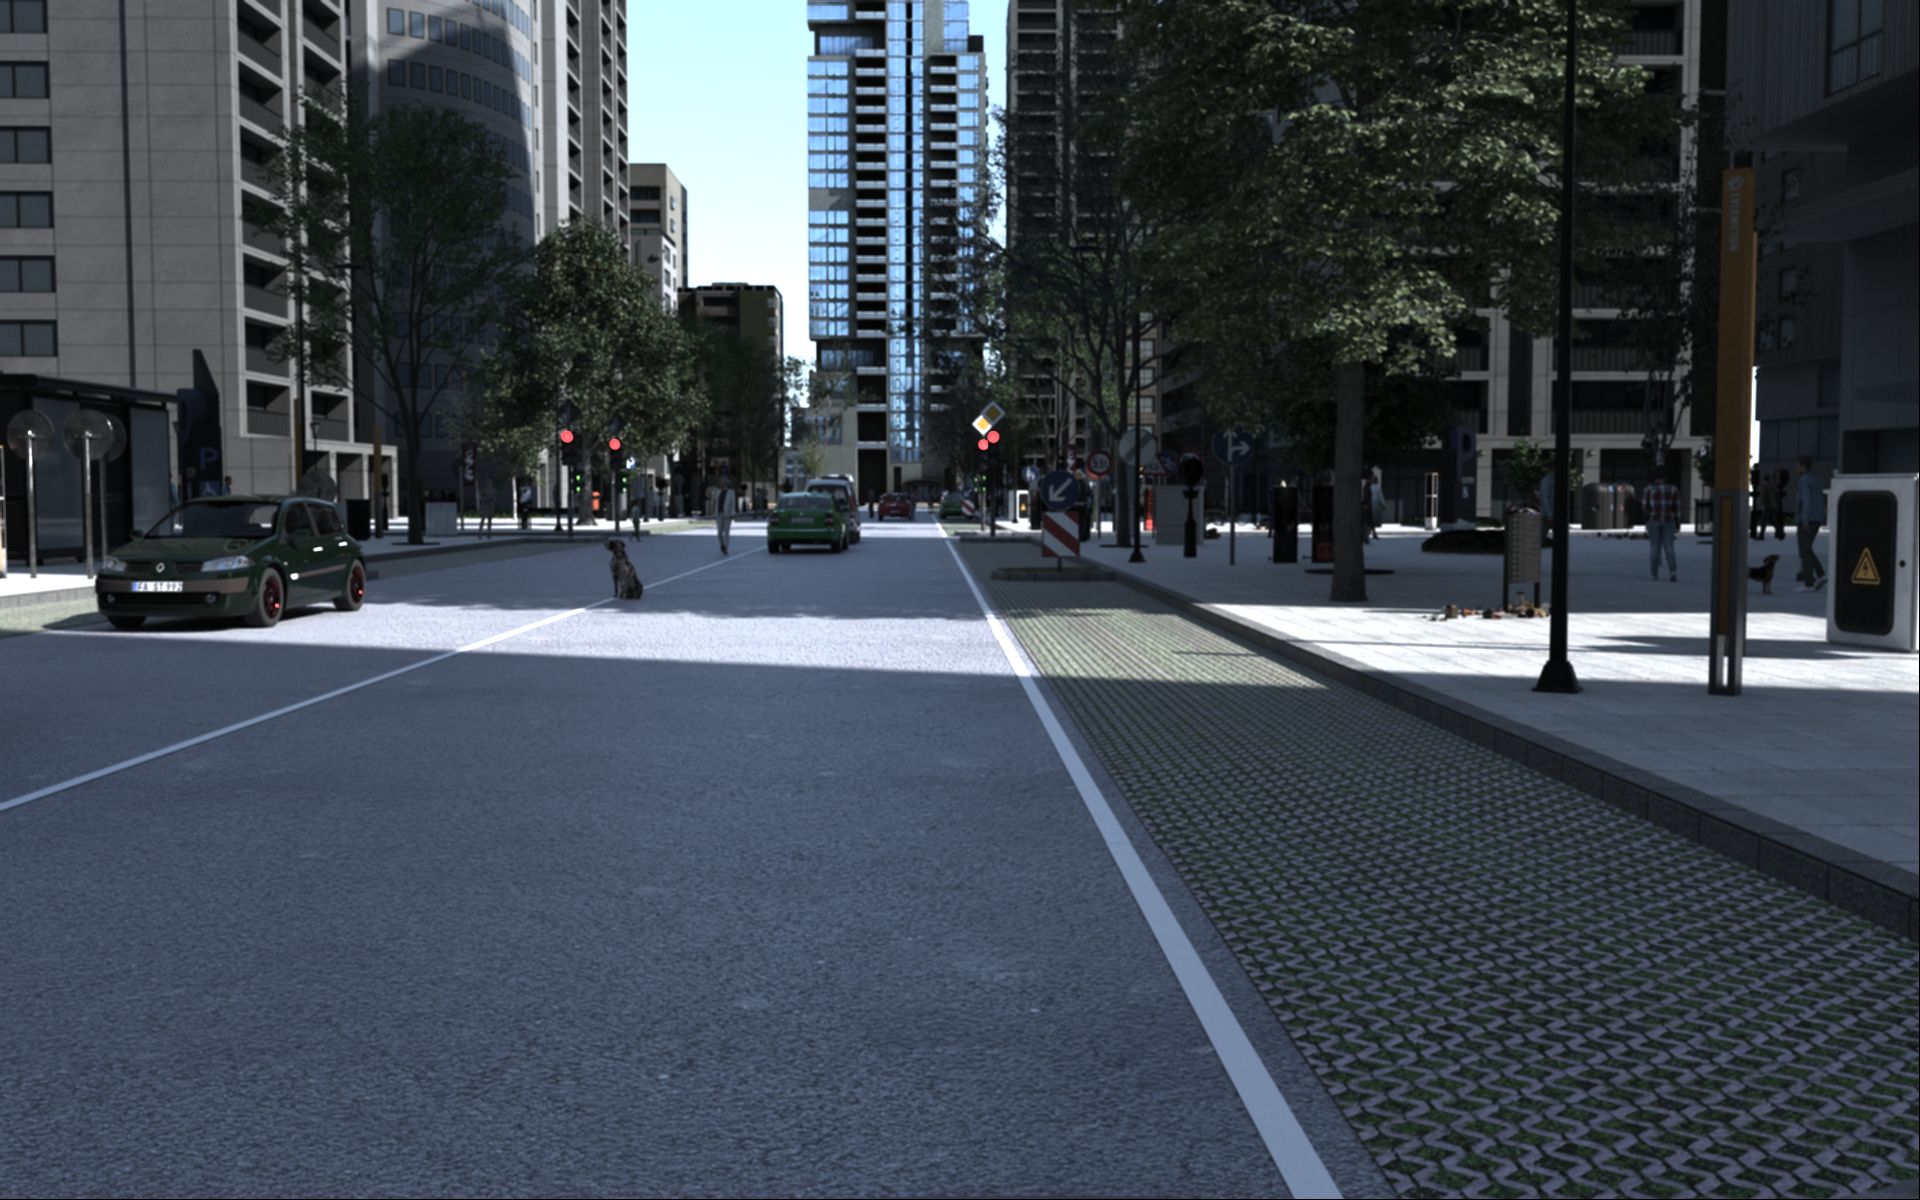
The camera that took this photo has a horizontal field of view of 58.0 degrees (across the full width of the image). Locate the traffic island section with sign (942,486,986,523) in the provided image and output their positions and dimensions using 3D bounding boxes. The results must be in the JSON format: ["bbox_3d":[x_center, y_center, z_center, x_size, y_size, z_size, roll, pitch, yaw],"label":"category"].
[{"bbox_3d":[0.266,-4.660,84.825,1.989,1.847,2.006,0,4,-1],"label":"traffic island section with sign"}]

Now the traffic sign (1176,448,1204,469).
[{"bbox_3d":[6.402,-2.950,48.346,0.768,2.556,0.104,0,4,3],"label":"traffic sign"}]

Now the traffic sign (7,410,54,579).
[{"bbox_3d":[-14.076,-1.598,26.238,0.768,2.556,0.104,0,4,8],"label":"traffic sign"}]

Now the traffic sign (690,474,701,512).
[{"bbox_3d":[-17.095,-6.856,112.203,0.768,2.556,0.104,0,4,5],"label":"traffic sign"}]

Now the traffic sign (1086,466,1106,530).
[{"bbox_3d":[4.831,-3.731,61.110,0.768,2.556,0.104,0,4,6],"label":"traffic sign"}]

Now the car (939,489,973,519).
[{"bbox_3d":[-0.212,-5.518,99.018,1.959,1.807,4.718,0,4,-3],"label":"car"}]

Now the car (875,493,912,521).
[{"bbox_3d":[-3.510,-5.163,93.453,2.155,1.783,4.494,0,4,-2],"label":"car"}]

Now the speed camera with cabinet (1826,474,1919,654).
[{"bbox_3d":[7.899,-1.190,13.796,0.660,3.252,2.038,-1,4,-14],"label":"speed camera with cabinet"}]

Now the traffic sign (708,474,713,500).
[{"bbox_3d":[-16.276,-6.935,113.389,0.884,2.594,0.081,0,4,5],"label":"traffic sign"}]

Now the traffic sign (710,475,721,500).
[{"bbox_3d":[-15.959,-6.911,113.105,0.768,2.556,0.104,0,4,-1],"label":"traffic sign"}]

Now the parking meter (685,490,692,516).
[{"bbox_3d":[-15.674,-5.595,99.892,0.372,1.533,0.369,0,3,0],"label":"parking meter"}]

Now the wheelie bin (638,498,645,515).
[{"bbox_3d":[-19.366,-5.975,105.594,0.980,1.594,0.693,2,4,35],"label":"wheelie bin"}]

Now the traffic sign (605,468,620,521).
[{"bbox_3d":[-16.227,-4.949,81.015,0.768,2.556,0.104,0,4,6],"label":"traffic sign"}]

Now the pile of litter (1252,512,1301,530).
[{"bbox_3d":[11.394,-2.951,62.215,1.719,0.858,1.176,1,4,17],"label":"pile of litter"}]

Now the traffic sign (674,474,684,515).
[{"bbox_3d":[-17.683,-6.630,108.506,0.768,2.556,0.104,0,4,2],"label":"traffic sign"}]

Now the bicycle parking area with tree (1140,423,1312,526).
[{"bbox_3d":[12.390,-5.199,72.014,9.016,4.147,8.231,1,4,22],"label":"bicycle parking area with tree"}]

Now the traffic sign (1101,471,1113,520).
[{"bbox_3d":[7.136,-5.194,85.033,0.768,2.556,0.104,0,4,-1],"label":"traffic sign"}]

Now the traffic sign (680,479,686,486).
[{"bbox_3d":[-18.585,-7.046,114.936,0.795,2.593,0.064,0,4,4],"label":"traffic sign"}]

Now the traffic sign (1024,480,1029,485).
[{"bbox_3d":[3.951,-5.933,97.103,0.768,2.556,0.104,0,4,6],"label":"traffic sign"}]

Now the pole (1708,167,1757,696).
[{"bbox_3d":[4.898,-1.049,10.990,0.158,3.312,0.155,0,3,0],"label":"pole"}]

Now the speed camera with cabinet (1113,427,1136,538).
[{"bbox_3d":[4.967,-3.520,51.893,0.660,3.252,2.038,0,4,-1],"label":"speed camera with cabinet"}]

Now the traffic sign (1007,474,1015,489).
[{"bbox_3d":[3.048,-6.330,103.596,0.768,2.556,0.104,0,4,5],"label":"traffic sign"}]

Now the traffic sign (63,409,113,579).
[{"bbox_3d":[-13.120,-1.587,26.057,0.768,2.556,0.104,0,4,2],"label":"traffic sign"}]

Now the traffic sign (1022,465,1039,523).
[{"bbox_3d":[3.109,-4.654,76.198,0.768,2.556,0.104,0,4,8],"label":"traffic sign"}]

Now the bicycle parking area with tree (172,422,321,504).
[{"bbox_3d":[-28.498,-5.023,69.134,8.231,4.147,9.016,0,4,3],"label":"bicycle parking area with tree"}]

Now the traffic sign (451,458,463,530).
[{"bbox_3d":[-17.602,-3.735,61.167,0.768,2.556,0.104,0,4,8],"label":"traffic sign"}]

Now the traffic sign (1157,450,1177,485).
[{"bbox_3d":[5.967,-3.083,50.506,0.768,2.556,0.104,0,4,1],"label":"traffic sign"}]

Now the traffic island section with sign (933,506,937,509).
[{"bbox_3d":[-1.469,-9.358,161.630,1.989,1.847,2.006,0,4,-1],"label":"traffic island section with sign"}]

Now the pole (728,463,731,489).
[{"bbox_3d":[-15.199,-7.355,114.090,0.158,3.312,0.155,0,3,0],"label":"pole"}]

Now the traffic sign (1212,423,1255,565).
[{"bbox_3d":[4.901,-1.896,31.105,0.768,2.556,0.104,0,4,4],"label":"traffic sign"}]

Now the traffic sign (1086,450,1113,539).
[{"bbox_3d":[4.016,-3.041,49.831,0.768,2.556,0.104,0,4,2],"label":"traffic sign"}]

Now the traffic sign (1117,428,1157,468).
[{"bbox_3d":[3.428,-2.048,33.584,0.768,2.556,0.104,0,4,2],"label":"traffic sign"}]

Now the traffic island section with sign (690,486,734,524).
[{"bbox_3d":[-12.053,-4.633,84.379,1.989,1.847,2.006,0,4,-1],"label":"traffic island section with sign"}]

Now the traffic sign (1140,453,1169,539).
[{"bbox_3d":[5.564,-3.042,49.740,0.884,2.594,0.081,0,4,1],"label":"traffic sign"}]

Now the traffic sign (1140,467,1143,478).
[{"bbox_3d":[6.402,-3.793,61.756,0.795,2.593,0.064,0,4,1],"label":"traffic sign"}]

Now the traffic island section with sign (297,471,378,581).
[{"bbox_3d":[-10.780,-1.225,28.649,1.989,1.847,2.006,0,4,-1],"label":"traffic island section with sign"}]

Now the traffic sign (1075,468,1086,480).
[{"bbox_3d":[6.062,-5.413,88.234,0.795,2.593,0.064,0,4,6],"label":"traffic sign"}]

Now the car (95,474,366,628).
[{"bbox_3d":[-8.230,-0.614,19.828,2.009,1.686,4.222,0,4,0],"label":"car"}]

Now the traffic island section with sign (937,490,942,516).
[{"bbox_3d":[-0.349,-6.309,111.773,1.989,1.847,2.006,0,4,-1],"label":"traffic island section with sign"}]

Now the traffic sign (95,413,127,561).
[{"bbox_3d":[-13.525,-1.666,27.352,0.768,2.556,0.104,0,4,7],"label":"traffic sign"}]

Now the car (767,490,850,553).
[{"bbox_3d":[-3.761,-2.114,43.361,1.959,1.807,4.718,0,3,0],"label":"car"}]

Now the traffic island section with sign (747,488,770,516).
[{"bbox_3d":[-12.668,-6.306,111.737,1.989,1.847,2.006,0,4,-1],"label":"traffic island section with sign"}]

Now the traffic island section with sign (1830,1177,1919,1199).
[{"bbox_3d":[2.142,0.392,2.221,1.989,1.847,2.006,0,4,-1],"label":"traffic island section with sign"}]

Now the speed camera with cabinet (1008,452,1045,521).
[{"bbox_3d":[3.190,-5.341,81.657,2.038,3.252,0.660,-3,5,-43],"label":"speed camera with cabinet"}]

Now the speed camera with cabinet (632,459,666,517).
[{"bbox_3d":[-17.493,-6.306,97.445,0.660,3.252,2.038,3,4,37],"label":"speed camera with cabinet"}]

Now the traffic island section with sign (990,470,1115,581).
[{"bbox_3d":[1.521,-1.256,29.169,1.989,1.847,2.006,0,4,-1],"label":"traffic island section with sign"}]

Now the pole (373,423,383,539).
[{"bbox_3d":[-16.769,-3.429,49.900,0.158,3.312,0.155,0,3,0],"label":"pole"}]

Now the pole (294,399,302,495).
[{"bbox_3d":[-14.157,-2.648,37.143,0.158,3.312,0.155,0,3,0],"label":"pole"}]

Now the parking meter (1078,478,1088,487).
[{"bbox_3d":[4.408,-3.491,62.795,0.399,1.863,0.255,3,5,44],"label":"parking meter"}]

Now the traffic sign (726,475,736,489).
[{"bbox_3d":[-14.968,-6.892,112.783,0.768,2.556,0.104,0,4,7],"label":"traffic sign"}]
